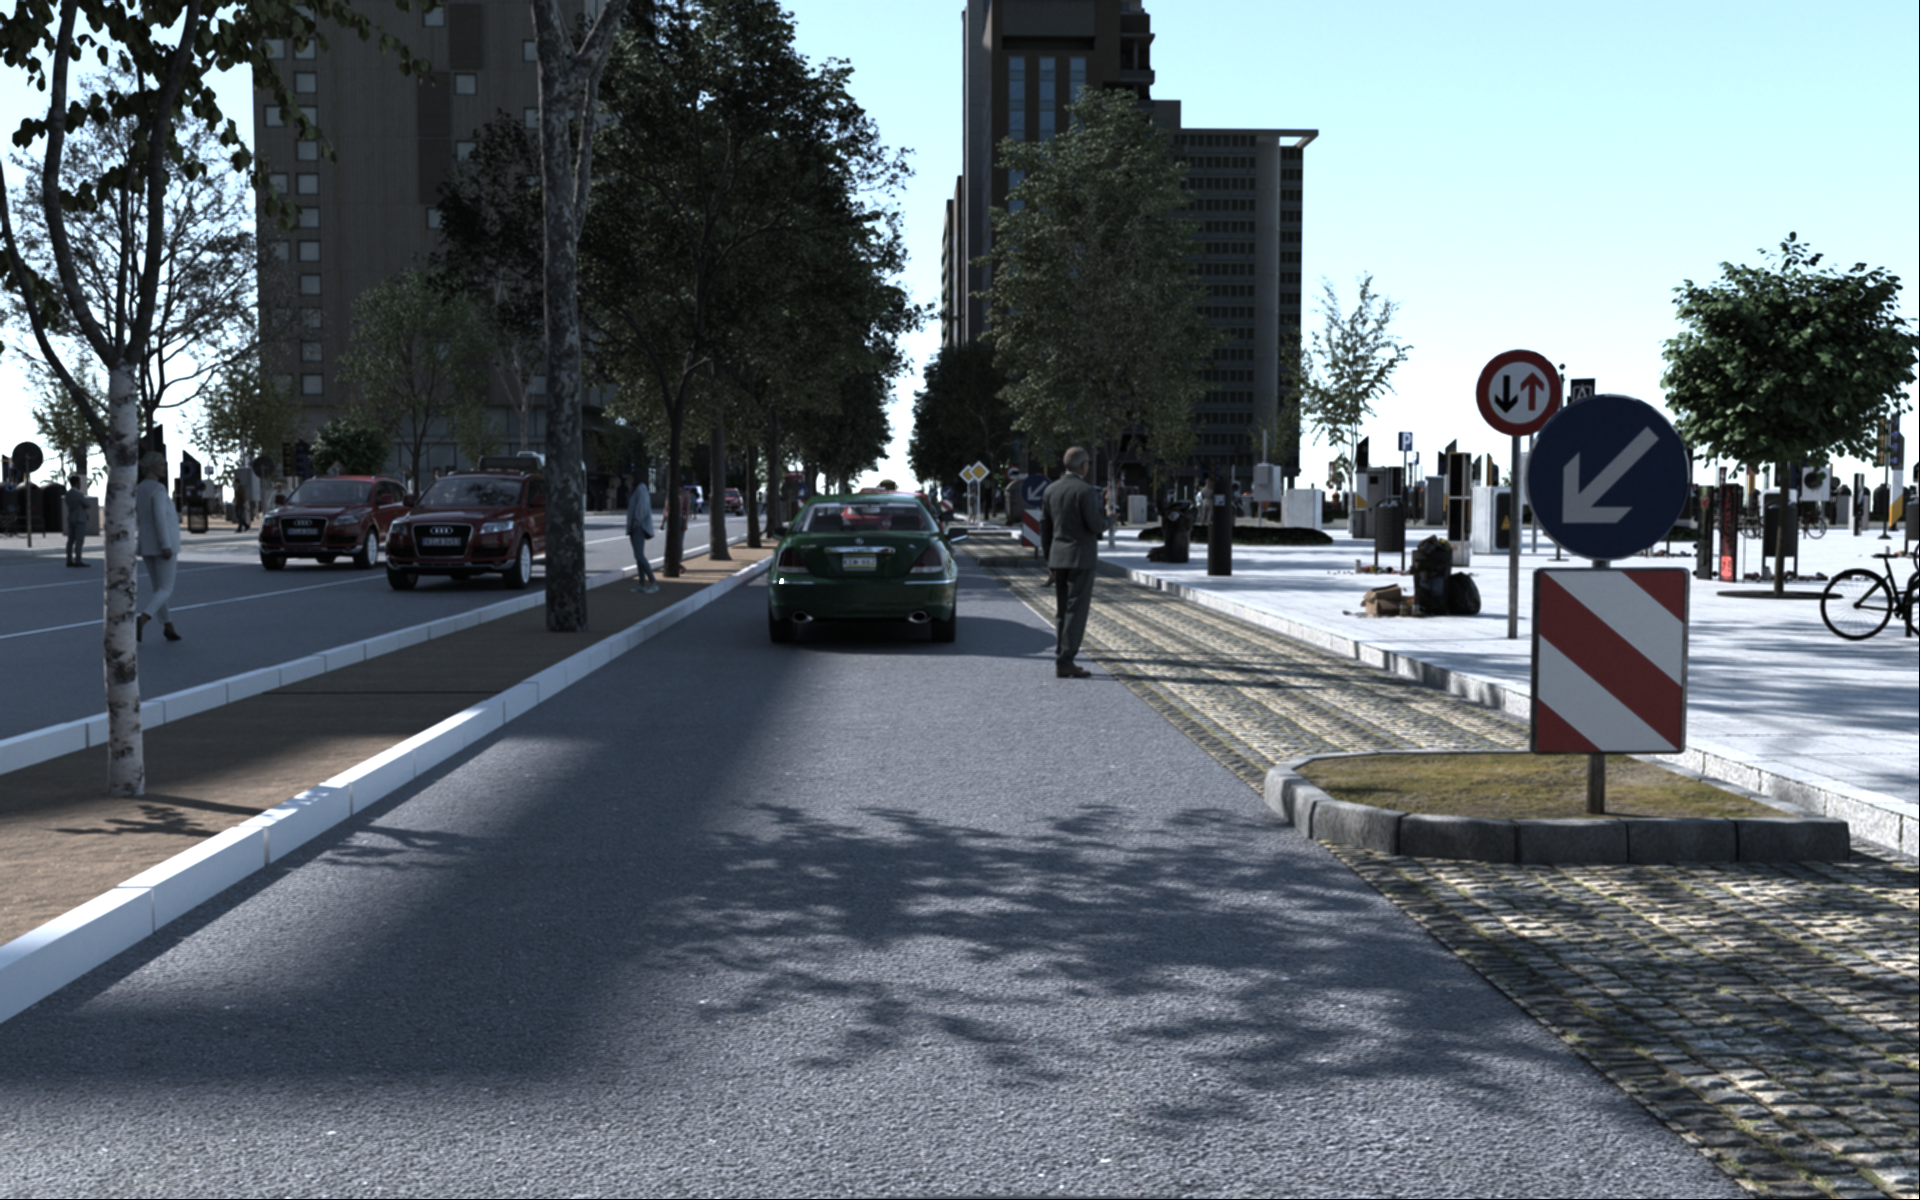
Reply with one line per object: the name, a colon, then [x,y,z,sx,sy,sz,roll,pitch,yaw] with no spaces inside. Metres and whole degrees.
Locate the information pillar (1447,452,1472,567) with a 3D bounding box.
information pillar: [8.789,-1.590,30.490,0.304,2.012,0.304,3,5,40]

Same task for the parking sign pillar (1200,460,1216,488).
parking sign pillar: [19.578,-9.093,137.136,1.447,3.967,1.447,2,4,24]

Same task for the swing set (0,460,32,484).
swing set: [-44.109,-4.967,78.833,3.119,2.851,2.862,-3,5,-43]

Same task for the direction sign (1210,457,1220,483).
direction sign: [15.411,-6.898,104.777,0.876,3.537,0.379,-3,5,-45]

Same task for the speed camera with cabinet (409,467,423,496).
speed camera with cabinet: [-36.166,-7.415,115.564,0.660,3.252,2.038,-3,4,-36]

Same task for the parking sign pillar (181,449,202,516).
parking sign pillar: [-46.166,-7.063,103.945,1.447,3.967,1.447,1,4,20]

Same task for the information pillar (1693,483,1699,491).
information pillar: [50.611,-7.017,119.214,0.304,2.012,0.304,0,4,-3]

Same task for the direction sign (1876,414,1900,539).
direction sign: [26.319,-3.498,49.192,0.379,3.537,0.876,-1,4,-11]

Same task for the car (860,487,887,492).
car: [-4.868,-5.442,97.642,2.281,1.827,5.304,0,4,-4]

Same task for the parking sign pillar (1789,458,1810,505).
parking sign pillar: [48.228,-6.781,99.335,1.447,3.967,1.447,1,4,23]

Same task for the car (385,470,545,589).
car: [-7.568,-1.166,27.742,2.281,1.827,5.304,0,4,-1]

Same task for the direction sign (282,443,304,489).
direction sign: [-29.642,-5.203,77.062,0.876,3.537,0.379,-2,4,-30]

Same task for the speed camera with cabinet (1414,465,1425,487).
speed camera with cabinet: [31.984,-7.563,117.991,2.038,3.252,0.660,-1,4,-10]

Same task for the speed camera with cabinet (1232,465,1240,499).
speed camera with cabinet: [17.823,-7.491,116.817,2.038,3.252,0.660,0,4,-7]

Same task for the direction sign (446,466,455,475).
direction sign: [-40.772,-8.974,138.715,0.876,3.537,0.379,1,4,20]

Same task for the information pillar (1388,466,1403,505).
information pillar: [11.526,-2.534,45.918,0.304,2.012,0.304,0,4,-3]

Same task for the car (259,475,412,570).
car: [-12.285,-1.585,34.595,2.281,1.827,5.304,0,4,-3]

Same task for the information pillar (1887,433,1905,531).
information pillar: [32.182,-4.168,59.499,0.504,3.616,0.183,-1,4,-16]

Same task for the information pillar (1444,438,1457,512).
information pillar: [20.459,-4.945,72.212,0.504,3.616,0.183,0,4,-4]

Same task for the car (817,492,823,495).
car: [-22.586,-16.099,271.884,2.281,1.827,5.304,0,4,0]

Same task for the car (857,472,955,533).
car: [-1.160,-1.201,28.669,2.155,1.783,4.494,0,4,-1]

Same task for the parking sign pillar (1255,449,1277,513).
parking sign pillar: [18.264,-7.037,103.522,1.447,3.967,1.447,-3,5,-44]

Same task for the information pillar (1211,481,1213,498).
information pillar: [14.545,-5.888,100.759,0.304,2.012,0.304,0,4,1]

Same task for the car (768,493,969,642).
car: [-0.962,-0.391,18.183,2.131,1.459,4.920,0,4,-1]

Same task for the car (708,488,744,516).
car: [-15.288,-6.404,113.386,2.281,1.827,5.304,0,4,-4]

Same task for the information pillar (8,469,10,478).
information pillar: [-59.934,-7.206,109.165,0.183,3.616,0.504,-2,4,-25]

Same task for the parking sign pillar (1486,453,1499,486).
parking sign pillar: [34.894,-7.644,113.451,1.447,3.967,1.447,2,4,35]

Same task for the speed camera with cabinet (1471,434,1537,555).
speed camera with cabinet: [11.893,-2.614,37.081,2.038,3.252,0.660,-2,4,-31]

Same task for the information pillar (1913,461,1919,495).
information pillar: [66.900,-7.939,121.165,0.183,3.616,0.504,-1,4,-22]

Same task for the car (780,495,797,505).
car: [-12.542,-7.020,126.780,2.014,1.417,4.499,0,4,-4]

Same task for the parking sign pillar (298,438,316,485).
parking sign pillar: [-31.199,-5.820,83.622,1.447,3.967,1.447,3,5,44]

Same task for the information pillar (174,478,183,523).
information pillar: [-34.956,-4.462,77.444,0.304,2.012,0.304,-2,4,-27]

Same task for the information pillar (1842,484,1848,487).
information pillar: [66.749,-7.721,130.727,0.304,2.012,0.304,-2,4,-28]

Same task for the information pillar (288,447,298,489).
information pillar: [-31.023,-5.452,80.501,0.504,3.616,0.183,1,4,13]

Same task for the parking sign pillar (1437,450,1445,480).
parking sign pillar: [29.874,-7.186,105.967,1.447,3.967,1.447,1,4,21]

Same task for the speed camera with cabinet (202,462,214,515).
speed camera with cabinet: [-46.881,-6.872,106.695,2.038,3.252,0.660,2,4,29]

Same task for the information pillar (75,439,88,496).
information pillar: [-37.238,-5.023,73.480,0.504,3.616,0.183,0,4,7]

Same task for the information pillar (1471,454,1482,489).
information pillar: [30.214,-6.711,101.080,0.504,3.616,0.183,-2,4,-24]

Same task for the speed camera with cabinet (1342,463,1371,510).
speed camera with cabinet: [25.305,-7.071,109.939,2.038,3.252,0.660,1,4,13]

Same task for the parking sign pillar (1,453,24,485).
parking sign pillar: [-62.511,-7.703,114.414,1.447,3.967,1.447,-2,4,-31]

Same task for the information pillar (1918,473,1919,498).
information pillar: [33.342,-3.387,59.877,0.304,2.012,0.304,-1,4,-23]

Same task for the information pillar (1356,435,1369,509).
information pillar: [15.960,-4.728,68.662,0.504,3.616,0.183,0,4,0]

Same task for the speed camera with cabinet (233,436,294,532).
speed camera with cabinet: [-23.619,-3.954,58.976,2.038,3.252,0.660,0,4,5]

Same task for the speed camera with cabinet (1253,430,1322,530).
speed camera with cabinet: [10.021,-3.584,52.929,2.038,3.252,0.660,2,4,35]

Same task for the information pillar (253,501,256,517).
information pillar: [-40.247,-5.769,98.821,0.304,2.012,0.304,-2,4,-27]

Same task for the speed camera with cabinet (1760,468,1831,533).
speed camera with cabinet: [27.556,-3.842,57.159,0.660,3.252,2.038,-3,5,-39]

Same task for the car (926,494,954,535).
car: [-1.173,-1.598,37.922,2.131,1.459,4.920,0,4,-2]

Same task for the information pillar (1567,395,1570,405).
information pillar: [14.544,-3.034,40.954,0.504,3.616,0.183,3,5,42]

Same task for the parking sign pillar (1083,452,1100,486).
parking sign pillar: [8.664,-7.787,115.788,1.447,3.967,1.447,1,4,9]

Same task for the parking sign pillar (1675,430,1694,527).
parking sign pillar: [23.222,-4.165,56.566,1.447,3.967,1.447,2,4,31]

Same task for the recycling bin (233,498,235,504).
recycling bin: [-47.539,-6.228,114.381,0.722,1.027,0.722,0,4,1]

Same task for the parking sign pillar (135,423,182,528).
parking sign pillar: [-31.073,-4.766,66.403,1.447,3.967,1.447,0,4,6]
